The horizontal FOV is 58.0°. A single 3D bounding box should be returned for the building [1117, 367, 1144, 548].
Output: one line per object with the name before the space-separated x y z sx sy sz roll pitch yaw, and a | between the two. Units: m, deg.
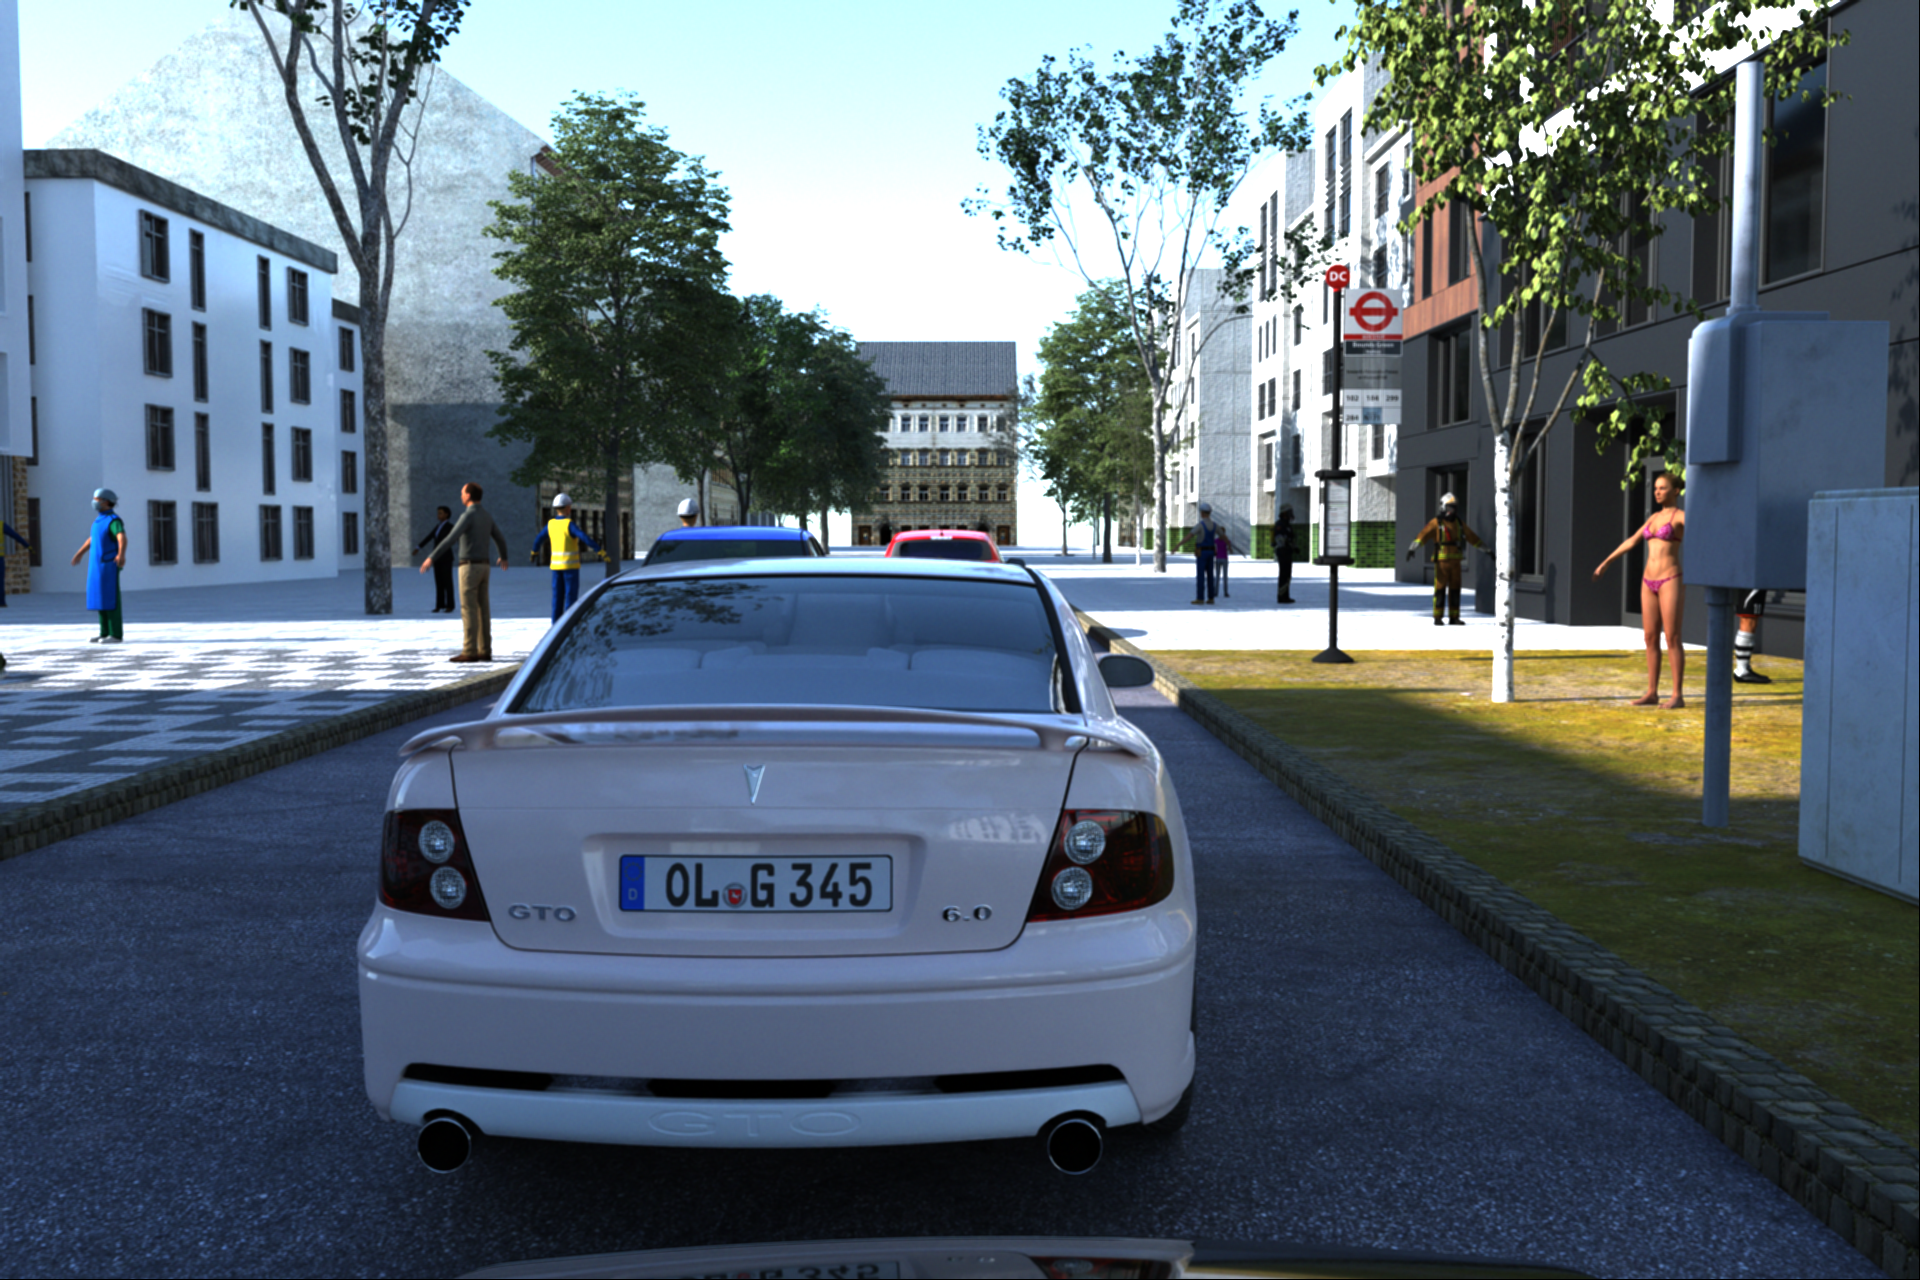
building | 25.475 -20.650 168.548 19.493 23.208 18.063 0 3 0

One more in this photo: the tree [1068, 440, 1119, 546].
tree | 15.632 -16.657 190.466 7.486 12.596 7.792 0 3 0

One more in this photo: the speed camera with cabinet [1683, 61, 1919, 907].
speed camera with cabinet | 3.533 -0.756 6.703 0.660 3.252 2.038 0 4 -2

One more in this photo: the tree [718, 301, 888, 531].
tree | -8.591 -11.433 93.591 9.857 13.997 8.962 0 3 0

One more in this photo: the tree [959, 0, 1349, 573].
tree | 6.312 -12.221 55.702 12.611 20.169 13.585 0 3 0

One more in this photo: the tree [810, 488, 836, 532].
tree | -15.050 -14.749 191.501 4.360 8.622 3.978 0 3 0

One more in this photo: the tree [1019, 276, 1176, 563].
tree | 6.222 -9.706 76.821 7.486 12.596 7.792 0 3 0

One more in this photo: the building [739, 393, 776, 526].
building | -26.950 -17.924 159.508 16.747 18.905 31.486 0 4 0

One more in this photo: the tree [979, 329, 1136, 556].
tree | 6.137 -11.740 102.325 12.009 13.543 11.850 0 3 0

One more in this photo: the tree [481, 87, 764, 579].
tree | -8.684 -7.746 44.772 7.486 12.596 7.792 0 3 0

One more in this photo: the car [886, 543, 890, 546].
car | -2.362 -4.178 80.679 2.083 1.381 4.827 0 4 0

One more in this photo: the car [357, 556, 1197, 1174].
car | -0.364 0.418 5.527 2.083 1.381 4.827 0 4 0

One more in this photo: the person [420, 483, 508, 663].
person | -4.905 -0.681 17.402 0.705 1.796 1.348 1 4 20

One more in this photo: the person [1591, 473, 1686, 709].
person | 5.165 -0.369 12.843 0.721 1.733 1.217 -1 4 -23

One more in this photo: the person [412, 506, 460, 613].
person | -8.495 -1.319 28.284 1.216 1.740 0.721 2 4 32

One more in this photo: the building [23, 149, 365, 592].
building | -23.162 -6.720 52.023 9.099 9.664 28.070 0 4 1

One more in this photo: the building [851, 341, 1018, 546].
building | -2.679 -22.172 195.904 18.063 23.208 19.493 0 4 1

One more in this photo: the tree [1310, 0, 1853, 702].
tree | 4.239 -3.818 12.794 4.737 8.622 4.395 0 3 0

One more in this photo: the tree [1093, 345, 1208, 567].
tree | 6.880 -7.207 68.197 4.360 8.622 3.978 0 3 0

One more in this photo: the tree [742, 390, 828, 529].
tree | -8.647 -8.151 83.632 4.737 8.622 4.395 0 3 0

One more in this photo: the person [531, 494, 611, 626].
person | -4.792 -0.903 21.230 1.216 1.772 0.721 2 4 27

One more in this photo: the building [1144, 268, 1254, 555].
building | 23.252 -15.740 123.804 16.747 18.905 31.486 0 3 0

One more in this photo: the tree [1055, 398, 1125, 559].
tree | 6.802 -8.448 88.486 4.737 8.622 4.395 0 3 0

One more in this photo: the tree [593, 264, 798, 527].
tree | -9.193 -7.666 59.751 7.601 10.594 8.767 -2 4 -32

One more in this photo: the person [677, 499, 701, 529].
person | -2.624 -0.493 16.975 1.216 1.772 0.721 0 4 7

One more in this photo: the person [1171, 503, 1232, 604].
person | 4.477 -1.581 31.706 1.347 1.847 0.705 -2 4 -28

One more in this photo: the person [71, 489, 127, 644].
person | -10.076 -0.872 20.386 1.347 1.817 0.704 3 5 42

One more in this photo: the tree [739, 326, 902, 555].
tree | -8.392 -12.159 105.453 9.857 13.997 8.962 0 3 0

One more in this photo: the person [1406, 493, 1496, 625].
person | 6.865 -1.135 24.319 1.354 1.858 0.705 -1 4 -12

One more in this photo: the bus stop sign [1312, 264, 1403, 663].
bus stop sign | 3.957 -1.746 17.243 0.855 3.939 0.416 0 3 0

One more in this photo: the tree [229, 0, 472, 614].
tree | -10.713 -10.445 26.658 12.611 20.169 13.585 0 3 0

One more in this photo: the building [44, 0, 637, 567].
building | -25.533 -14.999 76.162 19.493 23.208 18.063 0 4 1

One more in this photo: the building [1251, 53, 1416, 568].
building | 23.183 -12.596 72.396 16.747 18.905 31.486 0 4 0

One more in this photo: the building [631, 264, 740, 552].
building | -27.148 -18.394 131.677 19.493 23.208 18.063 0 4 -1

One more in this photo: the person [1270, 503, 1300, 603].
person | 6.067 -1.614 32.167 0.705 1.856 1.354 1 4 22

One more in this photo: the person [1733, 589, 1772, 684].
person | 6.858 -0.540 14.971 0.704 1.843 1.345 1 4 21

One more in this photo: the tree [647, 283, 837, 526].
tree | -8.819 -8.856 70.558 9.928 11.665 9.643 0 3 0

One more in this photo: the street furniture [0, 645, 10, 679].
street furniture | -13.632 0.092 14.119 10.072 0.657 5.734 1 4 13

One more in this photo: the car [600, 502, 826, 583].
car | -1.726 -0.229 13.329 1.945 1.707 3.694 0 4 0

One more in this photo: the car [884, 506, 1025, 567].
car | -0.211 -0.829 22.602 2.155 1.783 4.494 0 4 1

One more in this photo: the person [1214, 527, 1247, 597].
person | 5.359 -1.600 35.419 0.991 1.433 0.599 1 4 18

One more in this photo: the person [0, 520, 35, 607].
person | -16.925 -1.486 30.269 1.349 1.833 0.705 -2 4 -29

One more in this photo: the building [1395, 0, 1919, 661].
building | 22.342 -11.379 30.016 27.936 21.610 32.646 0 4 0

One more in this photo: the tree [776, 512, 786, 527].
tree | -20.141 -14.948 194.756 4.737 8.622 4.395 0 3 0
